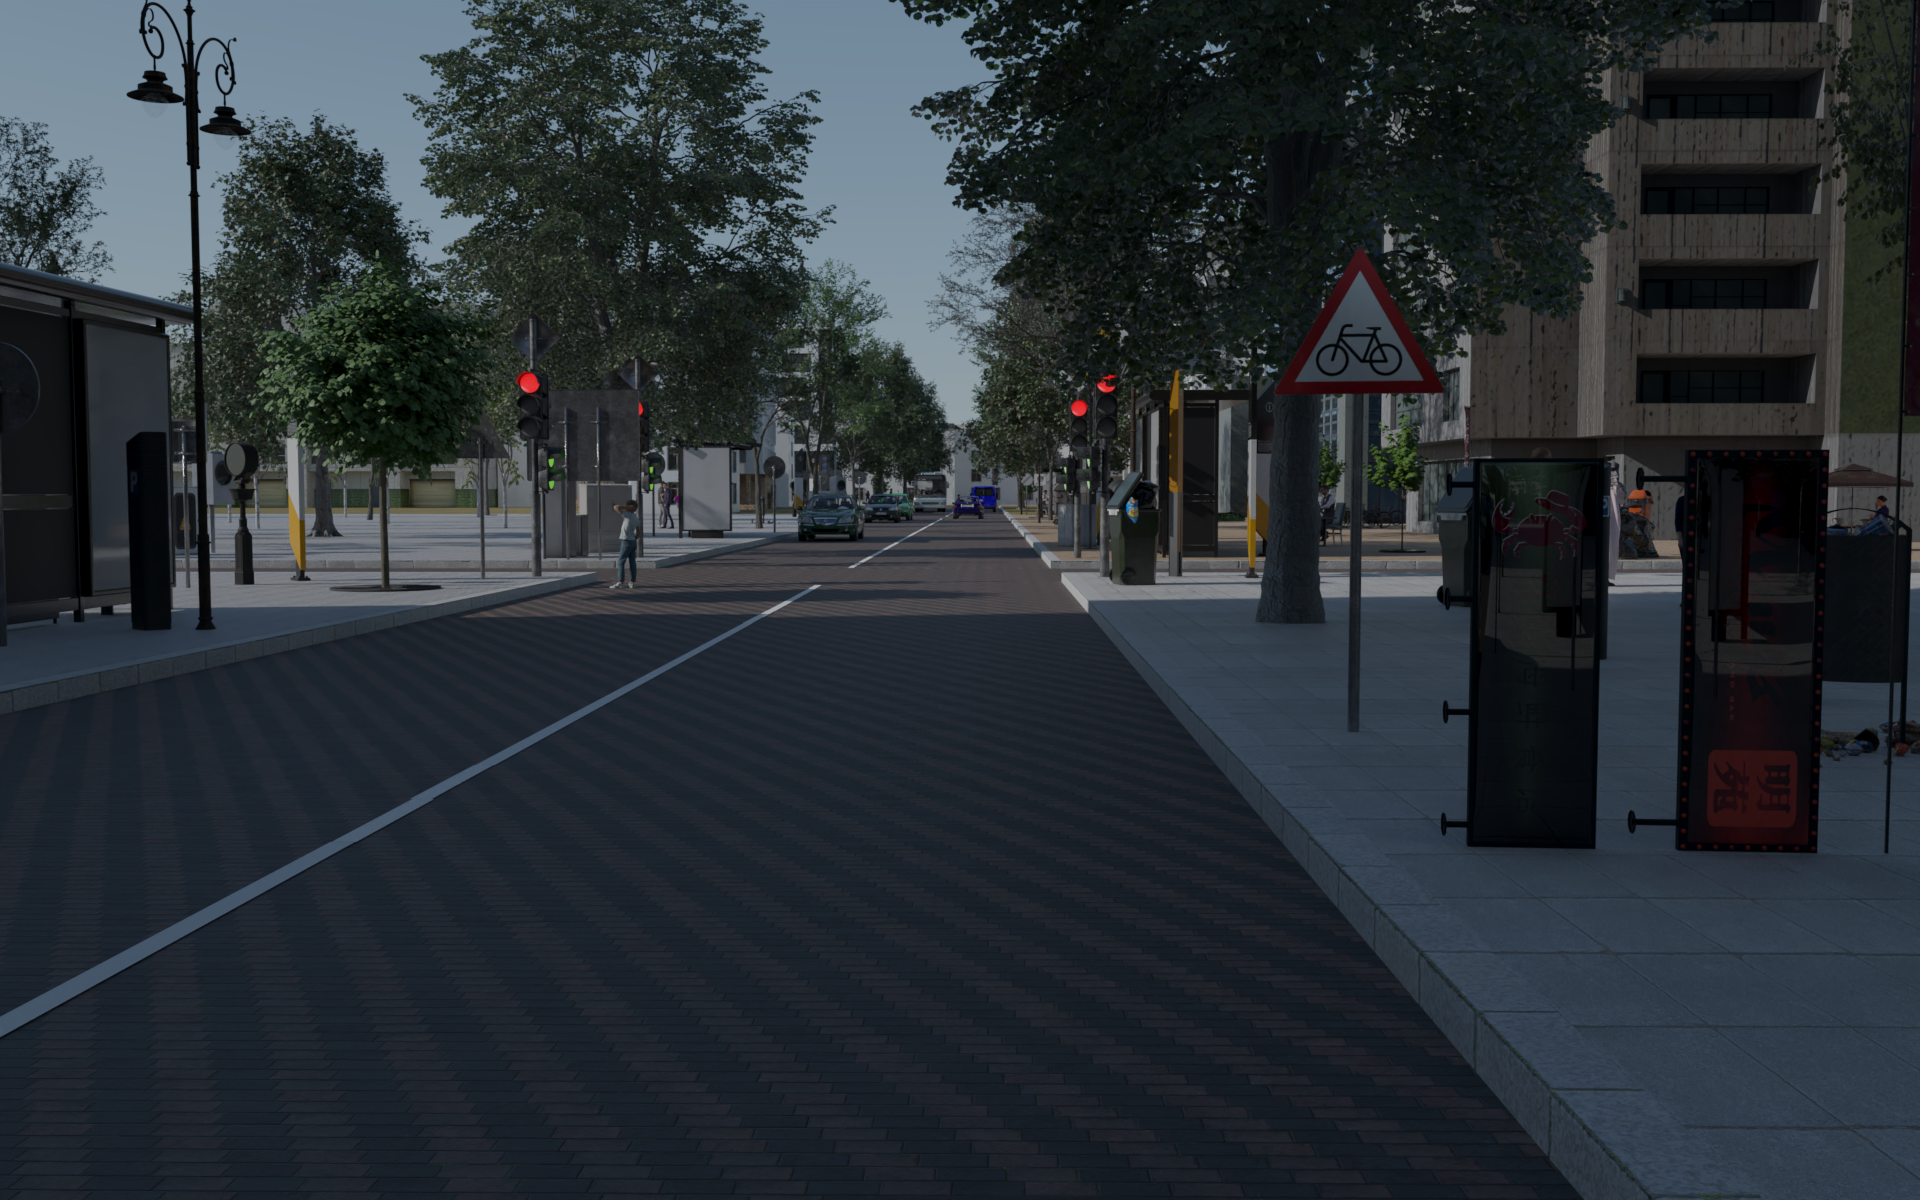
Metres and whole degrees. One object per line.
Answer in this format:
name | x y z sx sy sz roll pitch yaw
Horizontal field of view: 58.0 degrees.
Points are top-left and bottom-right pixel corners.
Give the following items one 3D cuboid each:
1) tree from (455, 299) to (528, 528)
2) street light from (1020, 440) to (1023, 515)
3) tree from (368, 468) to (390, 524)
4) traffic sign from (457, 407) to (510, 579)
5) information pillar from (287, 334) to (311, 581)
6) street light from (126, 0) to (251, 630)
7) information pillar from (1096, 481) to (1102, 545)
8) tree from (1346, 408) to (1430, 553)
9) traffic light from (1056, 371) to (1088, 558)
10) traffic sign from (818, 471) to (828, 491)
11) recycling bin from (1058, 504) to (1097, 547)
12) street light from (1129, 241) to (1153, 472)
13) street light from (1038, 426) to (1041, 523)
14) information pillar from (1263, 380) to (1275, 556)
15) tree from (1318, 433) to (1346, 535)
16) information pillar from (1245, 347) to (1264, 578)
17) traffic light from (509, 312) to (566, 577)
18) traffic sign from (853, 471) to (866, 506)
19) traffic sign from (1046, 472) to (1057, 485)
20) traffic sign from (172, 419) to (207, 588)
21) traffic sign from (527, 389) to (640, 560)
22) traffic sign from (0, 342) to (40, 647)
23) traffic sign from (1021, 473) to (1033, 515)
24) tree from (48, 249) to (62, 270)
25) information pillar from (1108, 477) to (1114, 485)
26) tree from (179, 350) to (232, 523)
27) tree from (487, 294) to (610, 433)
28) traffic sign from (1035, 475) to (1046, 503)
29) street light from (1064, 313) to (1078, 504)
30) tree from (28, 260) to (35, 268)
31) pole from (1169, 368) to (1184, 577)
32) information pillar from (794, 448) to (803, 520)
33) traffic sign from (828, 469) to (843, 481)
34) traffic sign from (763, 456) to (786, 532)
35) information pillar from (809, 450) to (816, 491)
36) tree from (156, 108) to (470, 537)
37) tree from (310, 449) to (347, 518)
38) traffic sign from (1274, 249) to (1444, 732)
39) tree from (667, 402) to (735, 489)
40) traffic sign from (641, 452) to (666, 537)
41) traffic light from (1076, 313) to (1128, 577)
tree | -17.149 -6.974 64.388 4.737 8.622 4.395 0 3 0
street light | 3.851 -8.292 108.355 0.468 5.910 1.993 0 4 1
tree | -24.706 -7.550 73.799 4.360 8.622 3.978 0 3 0
traffic sign | -7.172 -1.589 25.977 0.884 2.594 0.081 1 4 8
information pillar | -9.830 -2.097 25.636 0.183 3.616 0.504 -3 4 -39
street light | -7.152 -2.658 16.243 0.468 5.910 1.993 0 4 1
information pillar | 3.511 -3.172 43.219 0.183 3.616 0.504 -1 4 -13
tree | 9.846 -2.667 38.203 1.663 3.219 1.824 0 3 0
traffic light | 2.346 -2.798 34.672 0.839 4.253 0.868 0 4 1
traffic sign | -7.572 -5.746 94.052 0.768 2.556 0.104 1 4 11
recycling bin | 2.863 -1.821 42.321 0.722 1.027 0.722 -2 4 -28
street light | 2.626 -3.267 26.209 0.468 5.910 1.993 0 4 1
street light | 3.509 -6.339 76.430 0.468 5.910 1.993 0 4 1
information pillar | 6.276 -2.710 35.658 0.504 3.616 0.183 -2 4 -31
tree | 11.489 -3.709 55.240 1.663 3.219 1.824 0 3 0
information pillar | 4.477 -2.151 26.525 0.183 3.616 0.504 0 4 4
traffic light | -6.562 -2.317 26.811 0.839 4.253 0.868 0 4 1
traffic sign | -5.662 -5.966 97.653 0.768 2.556 0.104 0 4 1
traffic sign | 5.246 -6.039 98.837 0.768 2.556 0.104 0 4 4
traffic sign | -10.550 -1.314 23.612 0.606 2.300 0.079 0 4 7
traffic sign | -7.342 -2.437 33.726 2.265 3.308 0.079 0 4 6
traffic sign | -8.074 -0.881 14.518 0.768 2.556 0.104 0 4 5
traffic sign | 4.091 -6.488 106.189 0.768 2.556 0.104 0 4 1
tree | -54.090 -11.661 92.480 18.604 14.587 13.155 0 4 -1
information pillar | 6.445 -4.291 74.646 0.304 2.012 0.304 -1 4 -14
tree | -32.871 -7.753 77.120 4.737 8.622 4.395 0 3 0
tree | -16.842 -8.489 73.205 8.767 10.594 7.601 2 4 23
traffic sign | 4.118 -5.304 88.857 0.606 2.300 0.079 0 4 1
street light | 2.905 -4.355 43.993 0.468 5.910 1.993 0 4 1
tree | -29.491 -6.320 53.691 4.360 8.622 3.978 0 3 0
pole | 3.353 -2.019 26.861 0.158 3.312 0.155 0 3 0
information pillar | -8.100 -5.857 87.109 0.504 3.616 0.183 -3 5 -39
traffic sign | -6.411 -5.450 89.209 0.768 2.556 0.104 1 4 10
traffic sign | -6.194 -3.529 57.798 0.768 2.556 0.104 0 4 6
information pillar | -7.860 -6.199 92.711 0.504 3.616 0.183 3 5 44
tree | -19.282 -8.245 51.812 9.611 12.733 9.660 0 3 0
tree | -33.591 -8.772 93.790 4.737 8.622 4.395 0 3 0
traffic sign | 2.124 -0.567 9.282 0.884 2.594 0.081 0 4 6
tree | -16.341 -9.578 106.965 4.360 8.622 3.978 0 3 0
traffic sign | -9.261 -3.192 52.300 0.768 2.556 0.104 1 4 10
traffic light | 2.219 -2.310 26.687 0.839 4.253 0.868 0 4 1
